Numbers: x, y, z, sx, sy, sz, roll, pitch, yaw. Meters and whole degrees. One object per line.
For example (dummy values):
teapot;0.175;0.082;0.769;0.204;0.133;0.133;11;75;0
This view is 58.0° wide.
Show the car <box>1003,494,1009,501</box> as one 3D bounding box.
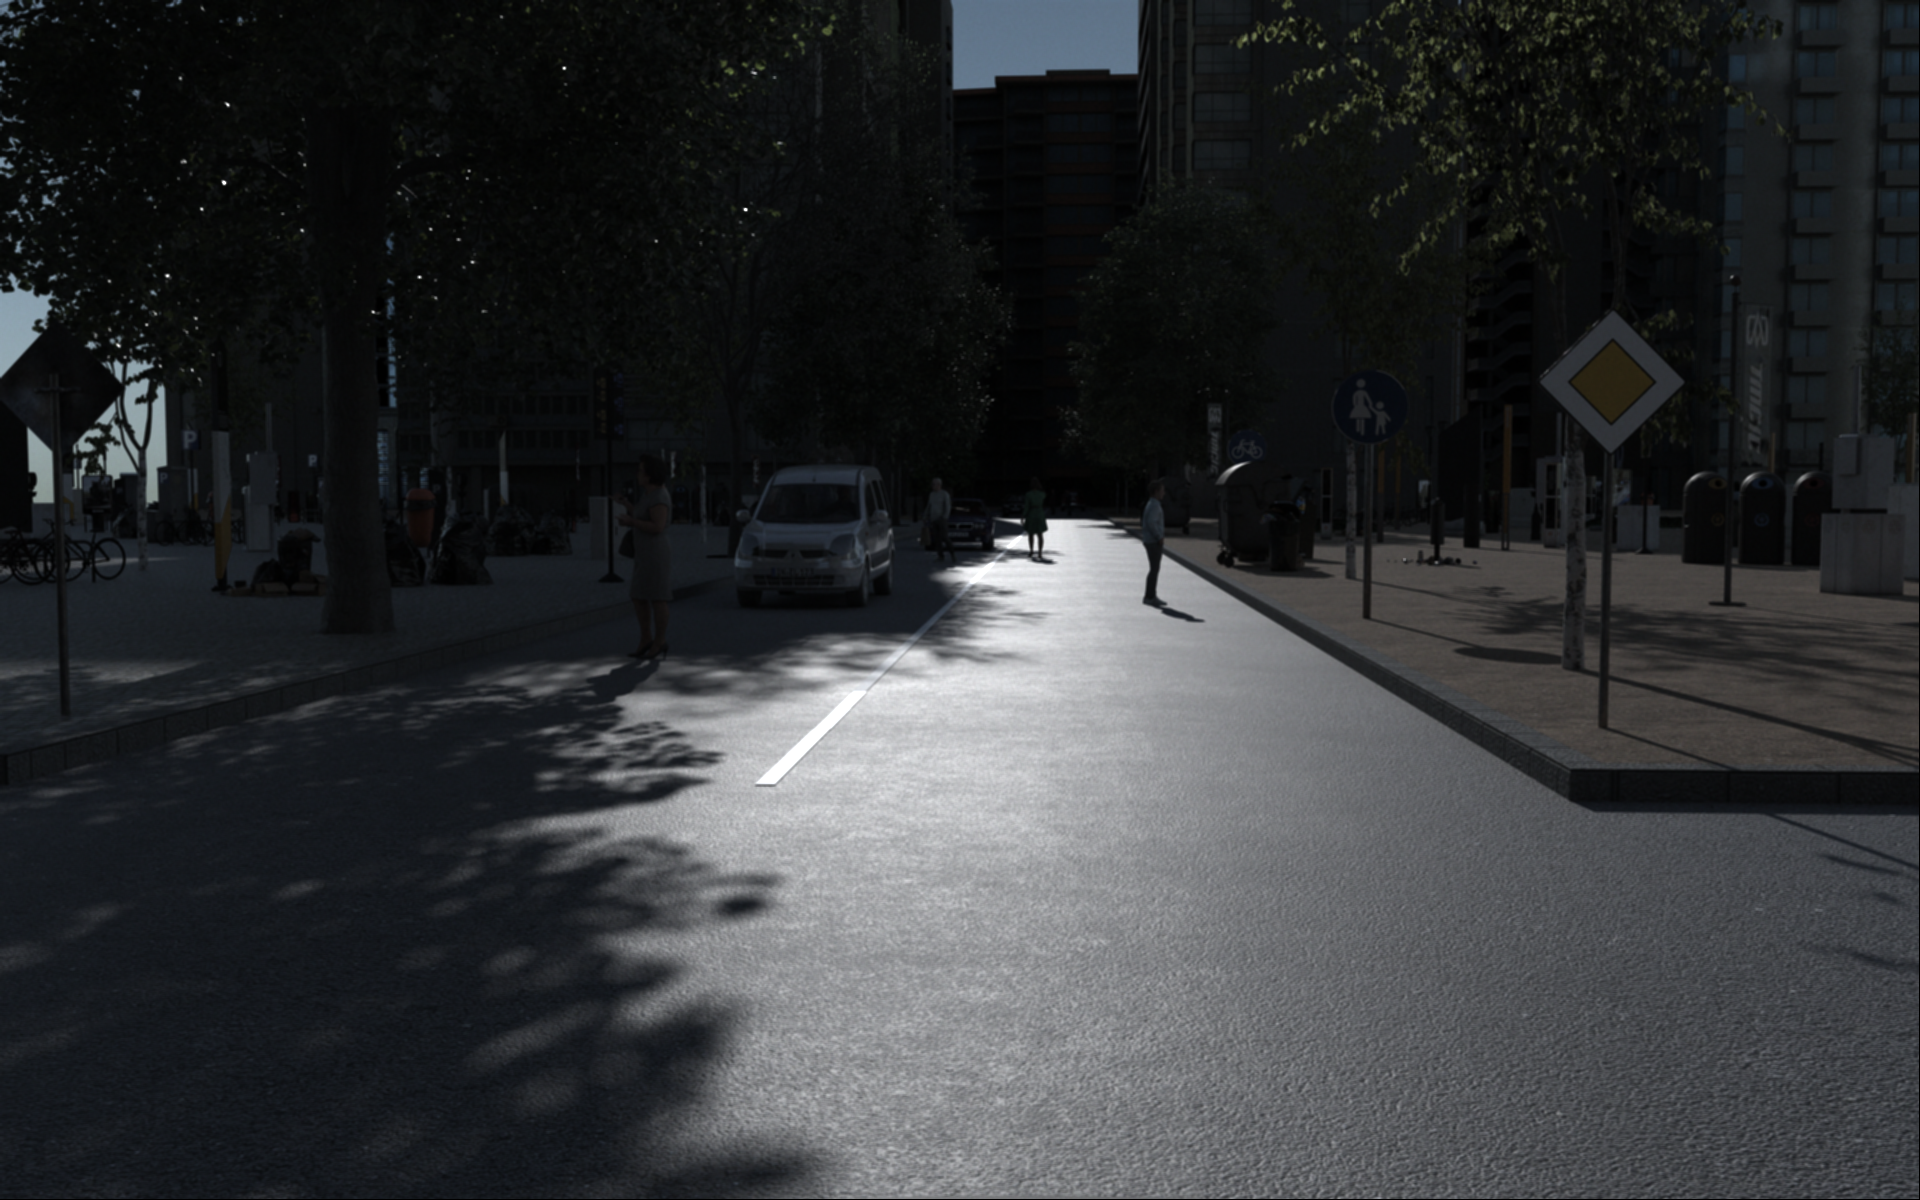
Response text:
car;4.075;-7.167;127.398;2.015;1.641;3.980;0;4;2

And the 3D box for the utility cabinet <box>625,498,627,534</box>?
utility cabinet;-8.054;-1.744;39.678;1.020;1.237;0.306;3;5;40

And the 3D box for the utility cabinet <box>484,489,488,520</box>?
utility cabinet;-21.532;-4.389;80.446;1.173;1.500;0.318;1;4;22

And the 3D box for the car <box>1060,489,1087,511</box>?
car;9.450;-8.315;144.626;2.281;1.827;5.304;0;4;4

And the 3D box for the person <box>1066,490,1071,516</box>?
person;7.095;-6.336;113.019;0.530;1.710;0.541;2;4;31

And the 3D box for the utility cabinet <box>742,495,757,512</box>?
utility cabinet;-9.941;-4.268;80.951;1.020;1.237;0.306;2;4;26

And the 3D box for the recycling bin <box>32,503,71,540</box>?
recycling bin;-25.549;-2.211;48.707;0.722;1.027;0.722;0;4;6

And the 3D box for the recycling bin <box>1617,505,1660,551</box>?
recycling bin;15.291;-1.620;39.043;0.722;1.027;0.722;3;5;41

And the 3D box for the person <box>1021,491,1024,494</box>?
person;5.518;-8.914;155.030;0.721;1.735;1.217;1;4;23

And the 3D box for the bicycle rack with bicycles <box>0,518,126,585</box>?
bicycle rack with bicycles;-13.630;-0.718;25.117;2.852;0.926;2.925;3;5;43

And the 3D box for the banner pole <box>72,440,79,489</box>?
banner pole;-40.536;-5.449;79.112;0.863;3.779;0.401;-2;4;-35

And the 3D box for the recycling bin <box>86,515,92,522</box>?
recycling bin;-40.613;-4.187;81.017;0.722;1.027;0.722;-1;4;-15

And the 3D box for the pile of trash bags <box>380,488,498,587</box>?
pile of trash bags;-7.975;-0.968;25.582;1.912;1.369;3.447;-1;4;-19

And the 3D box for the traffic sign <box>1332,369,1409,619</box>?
traffic sign;4.199;-1.082;17.798;0.768;2.556;0.104;1;4;11

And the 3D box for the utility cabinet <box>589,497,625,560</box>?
utility cabinet;-6.993;-1.413;34.270;0.306;1.237;1.020;0;4;8

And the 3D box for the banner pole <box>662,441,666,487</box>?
banner pole;-14.107;-5.663;82.605;0.401;3.779;0.863;-2;4;-24

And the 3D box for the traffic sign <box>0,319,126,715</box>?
traffic sign;-5.196;-0.389;10.001;0.795;2.450;0.064;0;4;3

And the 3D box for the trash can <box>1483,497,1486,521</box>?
trash can;25.019;-4.304;82.027;0.748;1.137;0.748;0;3;0

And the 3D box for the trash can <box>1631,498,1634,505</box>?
trash can;27.270;-3.633;71.058;0.748;1.137;0.748;0;3;0

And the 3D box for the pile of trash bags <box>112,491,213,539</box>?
pile of trash bags;-23.135;-2.538;51.250;1.912;1.369;3.447;2;4;27

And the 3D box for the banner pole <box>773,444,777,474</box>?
banner pole;-6.824;-4.516;63.861;0.401;3.779;0.863;0;4;3

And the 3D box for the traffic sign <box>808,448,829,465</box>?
traffic sign;-3.815;-2.902;47.558;0.768;2.556;0.104;1;4;9

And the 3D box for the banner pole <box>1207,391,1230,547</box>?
banner pole;6.285;-3.176;41.950;0.863;3.779;0.401;-2;4;-32

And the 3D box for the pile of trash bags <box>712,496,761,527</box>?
pile of trash bags;-8.261;-3.579;68.263;1.912;1.369;3.447;-3;5;-39

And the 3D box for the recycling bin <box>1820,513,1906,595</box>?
recycling bin;11.605;-0.595;22.280;0.722;1.027;0.722;0;4;-8

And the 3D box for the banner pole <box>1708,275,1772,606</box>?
banner pole;9.068;-1.834;19.997;0.863;3.779;0.401;-2;4;-27

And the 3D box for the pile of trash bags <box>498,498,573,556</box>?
pile of trash bags;-9.929;-1.611;36.095;1.912;1.369;3.447;3;5;43

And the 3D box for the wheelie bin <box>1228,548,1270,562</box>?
wheelie bin;5.590;-1.540;33.084;0.693;1.594;0.980;1;4;18

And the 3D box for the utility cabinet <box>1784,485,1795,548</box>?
utility cabinet;20.068;-1.970;40.882;1.173;1.500;0.318;-1;4;-15

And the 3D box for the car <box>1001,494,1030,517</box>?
car;3.588;-6.051;108.726;2.009;1.686;4.222;0;4;5

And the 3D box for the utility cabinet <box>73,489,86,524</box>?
utility cabinet;-37.152;-3.894;72.349;0.318;1.500;1.173;2;4;29

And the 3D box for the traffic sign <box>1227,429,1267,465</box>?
traffic sign;5.654;-2.084;34.182;0.768;2.556;0.104;0;4;5

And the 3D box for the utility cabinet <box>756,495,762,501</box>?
utility cabinet;-7.686;-3.642;70.712;1.020;1.237;0.306;0;4;2

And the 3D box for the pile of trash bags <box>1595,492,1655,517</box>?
pile of trash bags;28.549;-4.013;75.369;3.447;1.369;1.912;0;4;-8

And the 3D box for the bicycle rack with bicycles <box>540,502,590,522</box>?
bicycle rack with bicycles;-18.034;-4.086;80.192;2.925;0.926;2.852;2;4;27

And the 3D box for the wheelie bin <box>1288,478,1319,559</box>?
wheelie bin;6.719;-1.630;34.567;0.693;1.594;0.980;-1;4;-21

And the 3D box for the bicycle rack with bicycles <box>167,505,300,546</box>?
bicycle rack with bicycles;-18.770;-1.846;43.571;2.852;0.926;2.925;3;5;42

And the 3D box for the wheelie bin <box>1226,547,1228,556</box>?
wheelie bin;5.801;-1.703;35.744;0.980;1.594;0.693;-1;4;-14

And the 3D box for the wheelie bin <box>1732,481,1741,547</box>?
wheelie bin;18.623;-2.089;42.070;0.693;1.594;0.980;-3;4;-39

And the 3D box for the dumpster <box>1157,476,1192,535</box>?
dumpster;6.722;-3.011;54.989;1.264;1.857;1.865;0;4;4

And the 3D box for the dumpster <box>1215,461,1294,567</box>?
dumpster;5.252;-1.537;30.889;1.264;1.857;1.865;0;4;3

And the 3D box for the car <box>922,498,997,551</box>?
car;0.008;-1.990;45.121;1.945;1.354;3.894;0;4;2

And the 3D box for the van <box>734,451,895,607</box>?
van;-1.896;-0.999;23.346;2.013;2.044;4.112;0;4;5

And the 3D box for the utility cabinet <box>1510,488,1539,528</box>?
utility cabinet;21.231;-3.460;65.242;0.318;1.500;1.173;-2;4;-35

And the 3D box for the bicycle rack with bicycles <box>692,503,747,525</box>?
bicycle rack with bicycles;-10.034;-3.597;72.198;2.852;0.926;2.925;0;4;-2

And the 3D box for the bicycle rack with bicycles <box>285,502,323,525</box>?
bicycle rack with bicycles;-31.578;-4.099;80.398;2.852;0.926;2.925;2;4;27

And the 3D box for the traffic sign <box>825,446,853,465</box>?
traffic sign;-3.185;-2.779;45.551;0.768;2.556;0.104;1;4;10

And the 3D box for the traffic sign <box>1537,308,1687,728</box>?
traffic sign;3.531;-0.356;9.458;0.795;2.450;0.064;0;4;3

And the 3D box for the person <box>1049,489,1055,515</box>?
person;6.392;-6.773;119.797;0.434;1.755;0.990;0;4;-5

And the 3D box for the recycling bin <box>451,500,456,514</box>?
recycling bin;-22.027;-3.778;74.329;0.722;1.027;0.722;-1;4;-18
